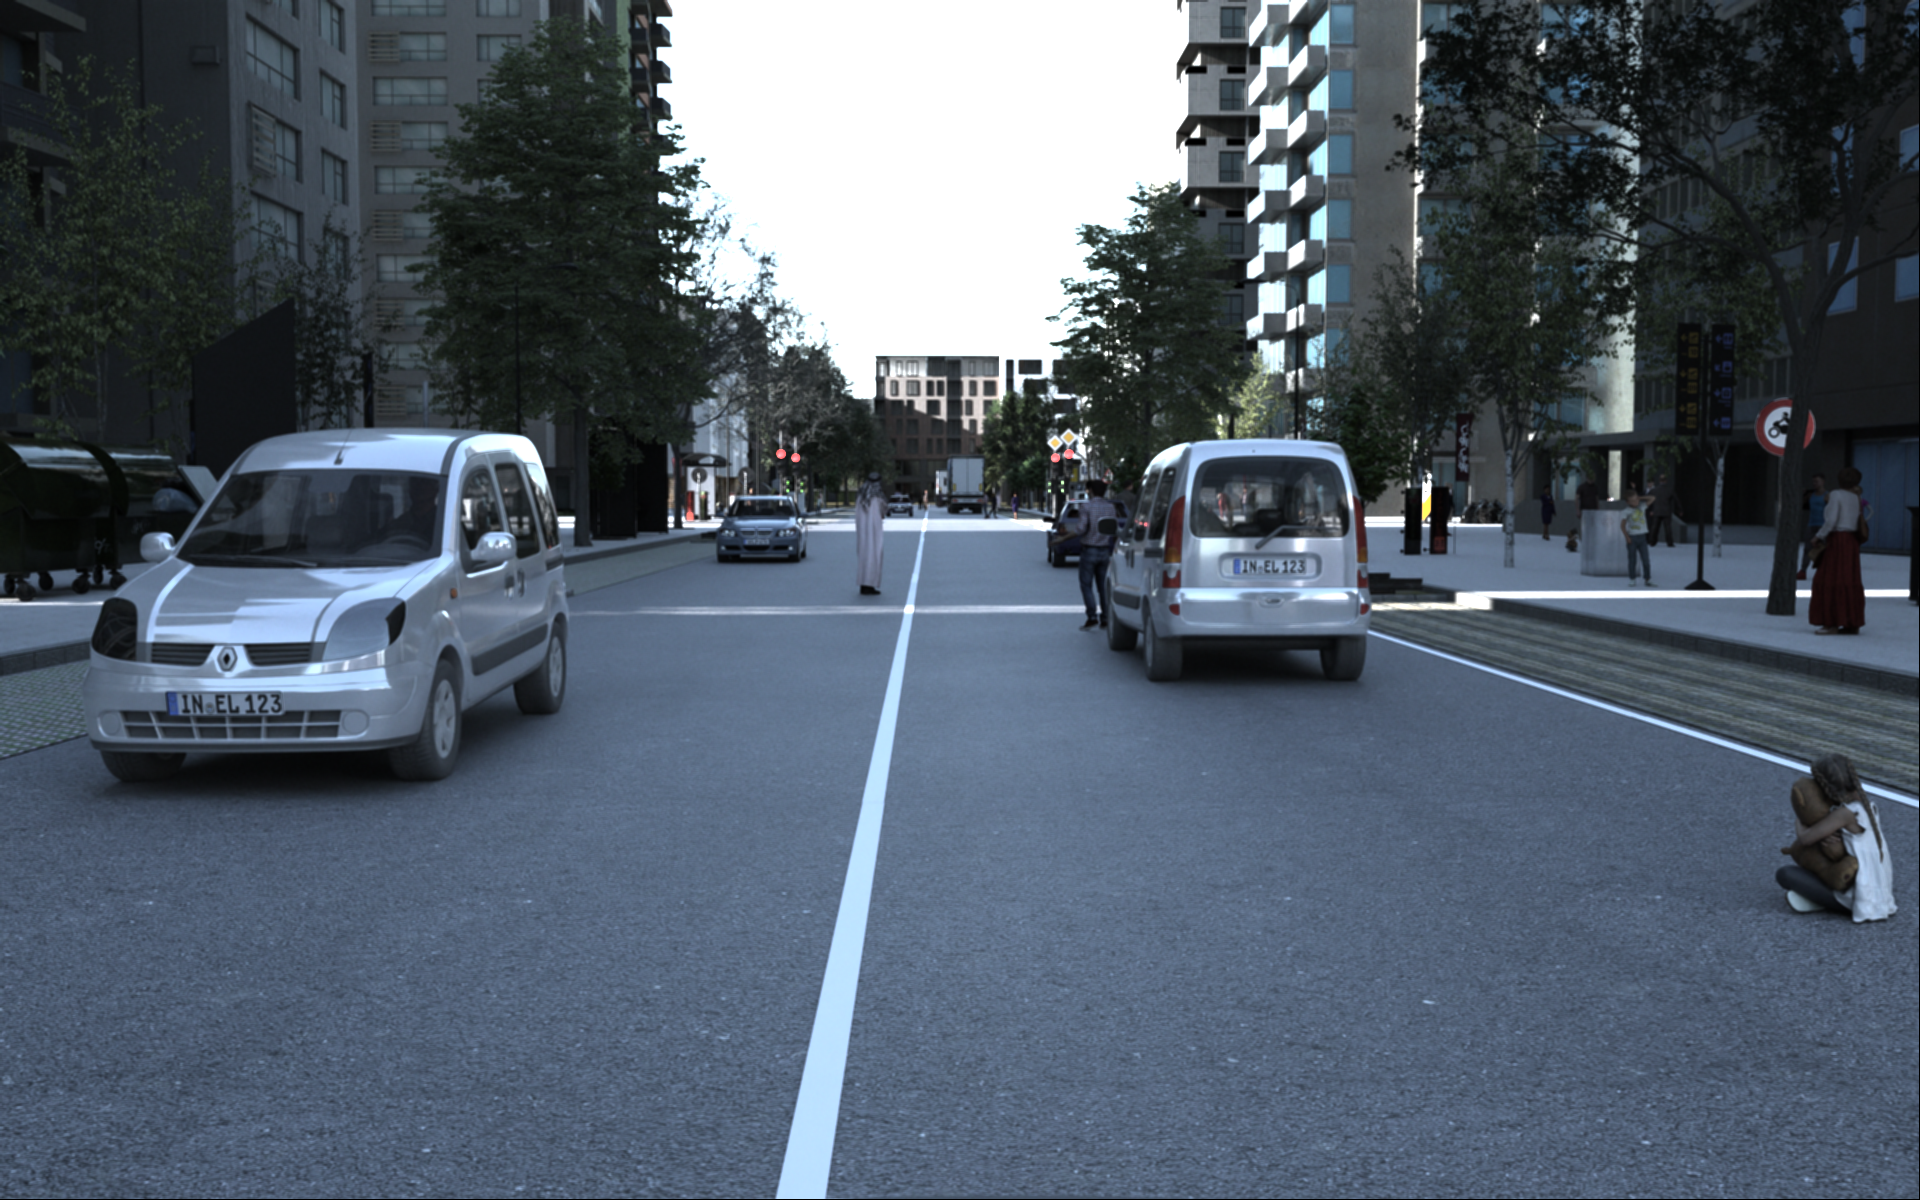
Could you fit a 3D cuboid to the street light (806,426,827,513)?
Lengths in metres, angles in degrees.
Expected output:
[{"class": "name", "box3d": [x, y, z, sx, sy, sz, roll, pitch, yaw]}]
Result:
[{"class": "street light", "box3d": [-9.842, -8.944, 118.770, 1.470, 5.913, 1.316, 0, 4, -1]}]

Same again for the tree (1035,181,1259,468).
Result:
[{"class": "tree", "box3d": [6.897, -8.847, 62.780, 7.486, 12.596, 7.792, 0, 3, 0]}]

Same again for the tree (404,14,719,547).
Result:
[{"class": "tree", "box3d": [-9.652, -7.572, 41.930, 7.486, 12.596, 7.792, 0, 3, 0]}]

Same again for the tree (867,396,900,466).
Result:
[{"class": "tree", "box3d": [-10.170, -11.469, 97.894, 12.009, 13.543, 11.850, 0, 3, 0]}]

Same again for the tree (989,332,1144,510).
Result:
[{"class": "tree", "box3d": [7.182, -9.990, 97.746, 7.601, 10.594, 8.767, 2, 4, 29]}]

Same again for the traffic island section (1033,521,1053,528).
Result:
[{"class": "traffic island section", "box3d": [4.509, -3.648, 81.928, 2.009, 0.180, 2.903, 0, 4, -1]}]

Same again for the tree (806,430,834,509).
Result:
[{"class": "tree", "box3d": [-11.420, -11.843, 143.997, 4.737, 8.622, 4.395, 0, 3, 0]}]

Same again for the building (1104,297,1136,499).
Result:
[{"class": "building", "box3d": [29.835, -21.441, 194.532, 27.936, 21.610, 32.646, 0, 4, -1]}]

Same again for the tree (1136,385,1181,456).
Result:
[{"class": "tree", "box3d": [13.419, -9.790, 110.426, 4.737, 8.622, 4.395, 0, 3, 0]}]

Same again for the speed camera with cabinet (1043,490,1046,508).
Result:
[{"class": "speed camera with cabinet", "box3d": [7.673, -9.537, 150.269, 0.660, 3.252, 2.038, 1, 4, 15]}]

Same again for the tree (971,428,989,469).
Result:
[{"class": "tree", "box3d": [5.842, -12.757, 142.985, 8.767, 10.594, 7.601, 1, 4, 19]}]

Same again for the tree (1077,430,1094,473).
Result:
[{"class": "tree", "box3d": [12.073, -11.301, 135.138, 4.360, 8.622, 3.978, 0, 3, 0]}]

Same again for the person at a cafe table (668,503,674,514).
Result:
[{"class": "person at a cafe table", "box3d": [-19.539, -6.238, 112.854, 1.698, 1.238, 1.726, 2, 4, 23]}]

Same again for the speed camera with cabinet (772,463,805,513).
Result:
[{"class": "speed camera with cabinet", "box3d": [-10.933, -7.095, 110.335, 2.038, 3.252, 0.660, 1, 4, 17]}]

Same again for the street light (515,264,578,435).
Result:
[{"class": "street light", "box3d": [-8.396, -3.823, 35.054, 1.470, 5.913, 1.316, 0, 4, -1]}]

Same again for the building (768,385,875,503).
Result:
[{"class": "building", "box3d": [-28.430, -24.087, 260.272, 31.486, 18.905, 16.747, 0, 4, -1]}]

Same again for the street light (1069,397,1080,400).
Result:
[{"class": "street light", "box3d": [5.941, -6.776, 83.324, 1.470, 5.913, 1.316, 0, 4, -1]}]

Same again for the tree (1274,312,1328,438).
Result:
[{"class": "tree", "box3d": [14.487, -7.189, 67.907, 4.360, 8.622, 3.978, 0, 3, 0]}]

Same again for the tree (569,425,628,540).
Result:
[{"class": "tree", "box3d": [-9.866, -3.308, 48.683, 1.663, 3.219, 1.824, 0, 3, 0]}]

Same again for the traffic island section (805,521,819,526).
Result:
[{"class": "traffic island section", "box3d": [-7.731, -3.636, 81.724, 2.009, 0.180, 2.903, 0, 4, -1]}]

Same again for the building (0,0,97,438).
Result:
[{"class": "building", "box3d": [-30.707, -23.025, 31.088, 22.147, 44.769, 28.867, 0, 4, -1]}]

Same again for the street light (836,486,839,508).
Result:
[{"class": "street light", "box3d": [-10.509, -11.210, 155.817, 1.470, 5.913, 1.316, 0, 4, -1]}]

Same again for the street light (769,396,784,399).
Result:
[{"class": "street light", "box3d": [-9.076, -6.726, 82.503, 1.470, 5.913, 1.316, 0, 4, -1]}]

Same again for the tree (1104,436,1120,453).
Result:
[{"class": "tree", "box3d": [12.624, -10.720, 125.639, 4.737, 8.622, 4.395, 0, 3, 0]}]

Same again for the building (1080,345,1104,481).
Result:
[{"class": "building", "box3d": [23.204, -22.020, 216.440, 16.016, 20.091, 11.380, 0, 4, -1]}]

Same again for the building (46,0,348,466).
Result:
[{"class": "building", "box3d": [-27.518, -22.708, 54.873, 14.086, 41.232, 14.154, 0, 4, -1]}]

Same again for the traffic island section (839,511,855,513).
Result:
[{"class": "traffic island section", "box3d": [-8.289, -6.771, 133.565, 1.991, 0.108, 1.994, 0, 4, -1]}]

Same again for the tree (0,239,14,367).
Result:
[{"class": "tree", "box3d": [-9.231, -1.805, 13.225, 4.285, 4.588, 4.351, 0, 3, 0]}]

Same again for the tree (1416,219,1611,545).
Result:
[{"class": "tree", "box3d": [13.967, -5.692, 43.427, 4.360, 8.622, 3.978, 0, 3, 0]}]

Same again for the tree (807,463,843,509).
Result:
[{"class": "tree", "box3d": [-11.930, -10.361, 153.117, 4.285, 4.588, 4.351, 0, 3, 0]}]

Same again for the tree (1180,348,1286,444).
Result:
[{"class": "tree", "box3d": [14.250, -8.344, 86.781, 4.737, 8.622, 4.395, 0, 3, 0]}]

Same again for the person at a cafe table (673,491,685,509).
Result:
[{"class": "person at a cafe table", "box3d": [-22.194, -8.003, 139.358, 1.698, 1.524, 1.622, -1, 4, -11]}]

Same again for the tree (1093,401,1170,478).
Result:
[{"class": "tree", "box3d": [12.060, -10.145, 116.225, 4.360, 8.622, 3.978, 0, 3, 0]}]

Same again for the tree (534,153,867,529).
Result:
[{"class": "tree", "box3d": [-10.337, -9.339, 63.063, 12.009, 13.543, 11.850, 0, 3, 0]}]

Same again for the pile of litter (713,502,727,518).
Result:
[{"class": "pile of litter", "box3d": [-12.603, -4.825, 92.860, 1.176, 0.858, 1.719, 2, 4, 26]}]

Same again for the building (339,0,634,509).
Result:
[{"class": "building", "box3d": [-28.373, -25.877, 106.683, 14.154, 41.232, 14.086, 0, 4, -1]}]

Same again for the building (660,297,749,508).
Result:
[{"class": "building", "box3d": [-30.147, -19.426, 174.038, 16.016, 20.091, 11.380, 0, 4, -1]}]

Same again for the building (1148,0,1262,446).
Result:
[{"class": "building", "box3d": [30.483, -33.863, 142.906, 28.713, 52.752, 27.495, 0, 4, -1]}]

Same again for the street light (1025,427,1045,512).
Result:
[{"class": "street light", "box3d": [5.231, -9.059, 120.653, 1.470, 5.913, 1.316, 0, 4, -1]}]

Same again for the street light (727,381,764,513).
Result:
[{"class": "street light", "box3d": [-9.025, -6.047, 71.413, 1.470, 5.913, 1.316, 0, 4, -1]}]

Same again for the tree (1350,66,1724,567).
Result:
[{"class": "tree", "box3d": [9.686, -4.863, 29.866, 4.737, 8.622, 4.395, 0, 3, 0]}]

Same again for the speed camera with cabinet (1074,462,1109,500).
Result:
[{"class": "speed camera with cabinet", "box3d": [7.939, -6.715, 104.123, 2.038, 3.252, 0.660, -1, 4, -9]}]

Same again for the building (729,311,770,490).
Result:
[{"class": "building", "box3d": [-39.889, -22.230, 207.439, 32.646, 21.610, 27.936, 0, 4, -1]}]

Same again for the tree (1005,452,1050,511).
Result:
[{"class": "tree", "box3d": [5.969, -8.918, 129.517, 4.285, 4.588, 4.351, 0, 3, 0]}]

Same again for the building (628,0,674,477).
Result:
[{"class": "building", "box3d": [-35.072, -29.630, 139.074, 22.147, 44.769, 28.867, 0, 4, -1]}]

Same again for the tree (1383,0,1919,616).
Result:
[{"class": "tree", "box3d": [8.620, -5.099, 17.774, 8.767, 10.594, 7.601, 1, 4, 15]}]

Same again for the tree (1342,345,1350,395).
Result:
[{"class": "tree", "box3d": [15.680, -6.757, 60.834, 4.737, 8.622, 4.395, 0, 3, 0]}]

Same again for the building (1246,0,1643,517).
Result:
[{"class": "building", "box3d": [32.525, -29.596, 103.500, 30.456, 49.044, 23.786, 0, 4, -1]}]

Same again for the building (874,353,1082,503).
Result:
[{"class": "building", "box3d": [3.558, -25.751, 265.009, 32.646, 21.610, 27.936, 0, 4, -1]}]

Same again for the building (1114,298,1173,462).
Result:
[{"class": "building", "box3d": [23.538, -19.309, 172.113, 16.016, 20.091, 11.380, 0, 4, -1]}]

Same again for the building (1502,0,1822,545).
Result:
[{"class": "building", "box3d": [34.526, -21.938, 50.568, 32.217, 40.220, 23.993, 0, 4, -1]}]

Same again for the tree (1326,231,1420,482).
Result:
[{"class": "tree", "box3d": [13.033, -5.974, 48.031, 4.360, 8.622, 3.978, 0, 3, 0]}]

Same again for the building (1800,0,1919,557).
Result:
[{"class": "building", "box3d": [25.979, -23.297, 31.015, 14.600, 45.320, 14.200, 0, 4, -1]}]

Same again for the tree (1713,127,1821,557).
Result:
[{"class": "tree", "box3d": [15.436, -5.195, 35.308, 4.737, 8.622, 4.395, 0, 3, 0]}]

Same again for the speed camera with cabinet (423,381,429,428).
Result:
[{"class": "speed camera with cabinet", "box3d": [-9.688, -2.170, 29.809, 0.660, 3.252, 2.038, 3, 5, 42]}]

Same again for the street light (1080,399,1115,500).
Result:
[{"class": "street light", "box3d": [6.027, -6.196, 73.841, 1.470, 5.913, 1.316, 0, 4, -1]}]

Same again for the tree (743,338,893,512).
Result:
[{"class": "tree", "box3d": [-10.890, -12.754, 125.528, 9.611, 12.733, 9.660, 0, 3, 0]}]

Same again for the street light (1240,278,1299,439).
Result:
[{"class": "street light", "box3d": [6.728, -3.968, 37.411, 1.470, 5.913, 1.316, 0, 4, -1]}]
